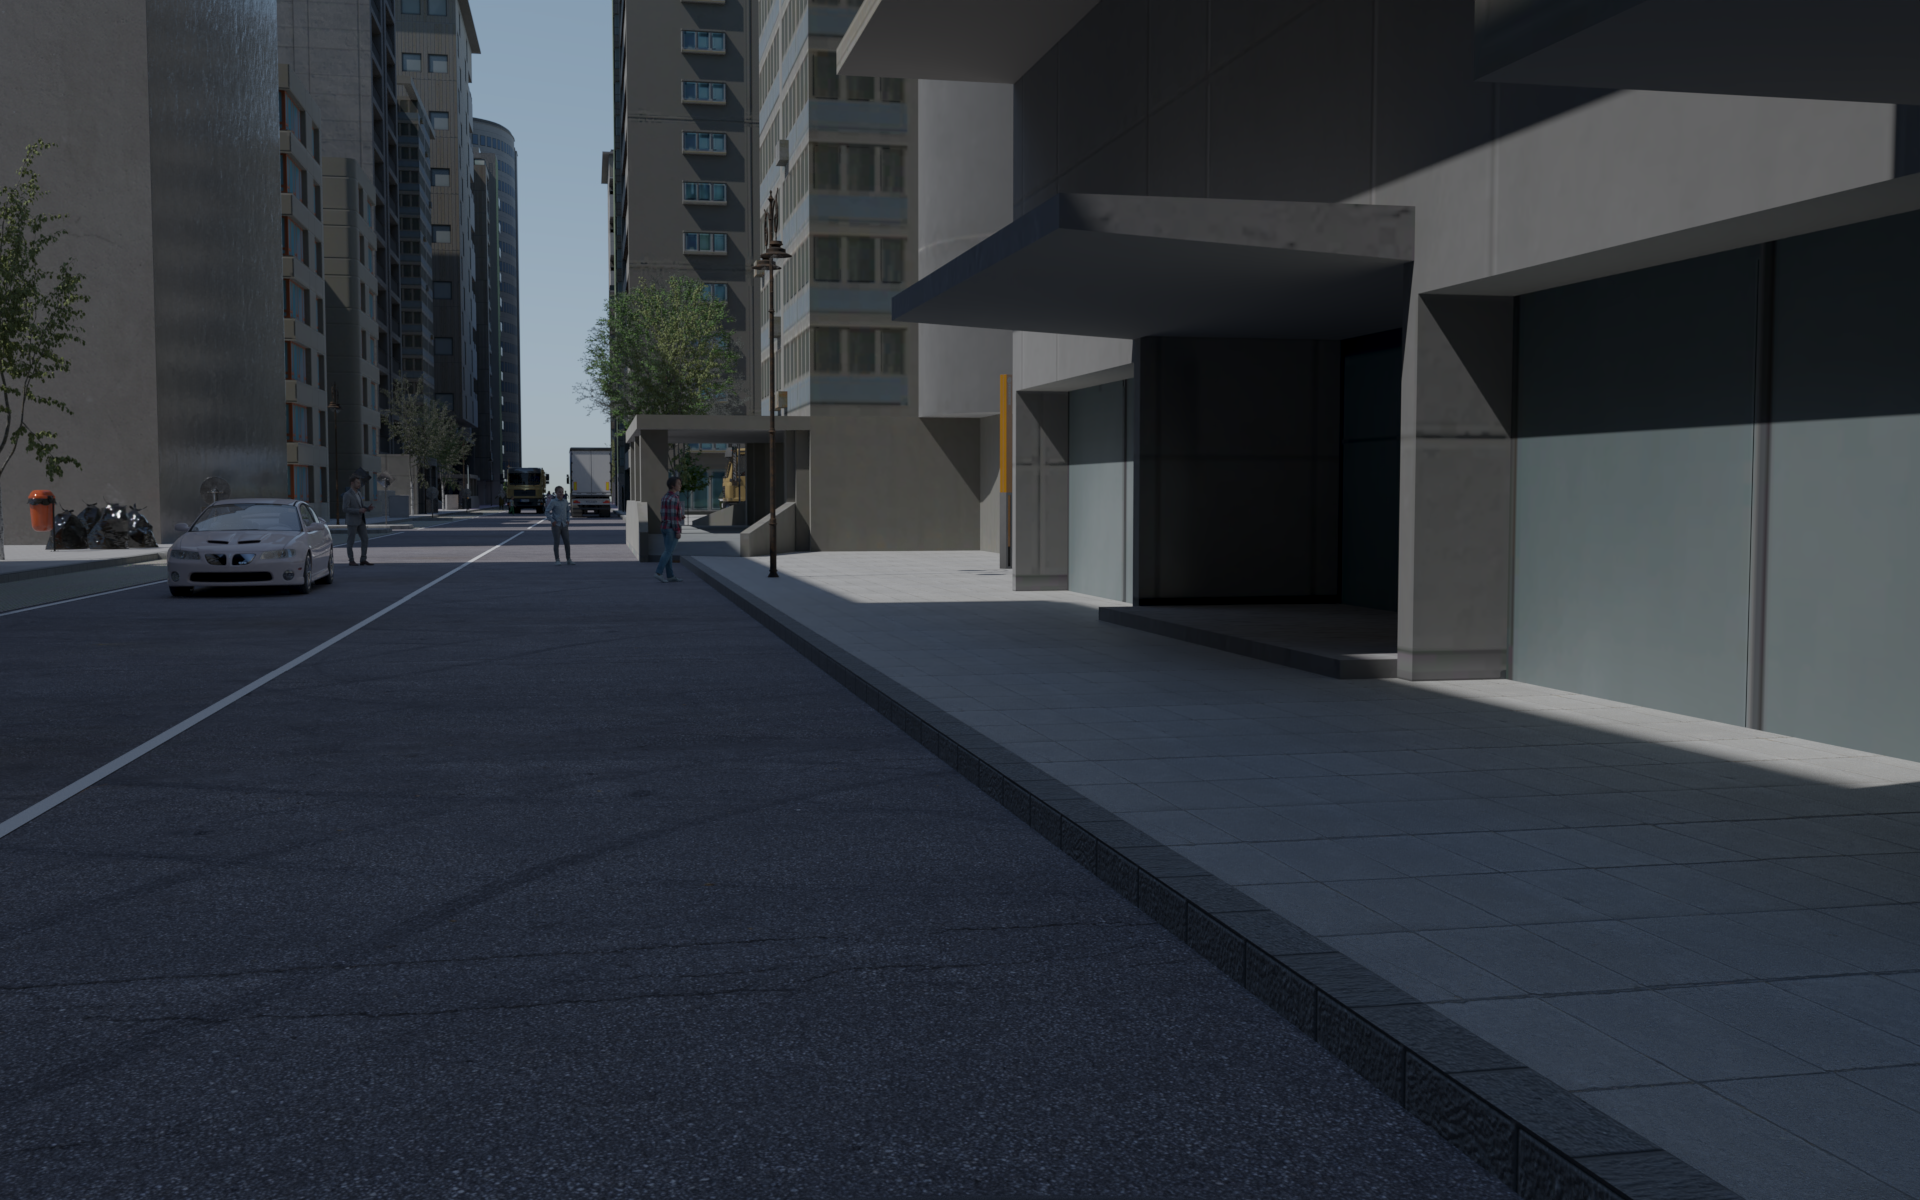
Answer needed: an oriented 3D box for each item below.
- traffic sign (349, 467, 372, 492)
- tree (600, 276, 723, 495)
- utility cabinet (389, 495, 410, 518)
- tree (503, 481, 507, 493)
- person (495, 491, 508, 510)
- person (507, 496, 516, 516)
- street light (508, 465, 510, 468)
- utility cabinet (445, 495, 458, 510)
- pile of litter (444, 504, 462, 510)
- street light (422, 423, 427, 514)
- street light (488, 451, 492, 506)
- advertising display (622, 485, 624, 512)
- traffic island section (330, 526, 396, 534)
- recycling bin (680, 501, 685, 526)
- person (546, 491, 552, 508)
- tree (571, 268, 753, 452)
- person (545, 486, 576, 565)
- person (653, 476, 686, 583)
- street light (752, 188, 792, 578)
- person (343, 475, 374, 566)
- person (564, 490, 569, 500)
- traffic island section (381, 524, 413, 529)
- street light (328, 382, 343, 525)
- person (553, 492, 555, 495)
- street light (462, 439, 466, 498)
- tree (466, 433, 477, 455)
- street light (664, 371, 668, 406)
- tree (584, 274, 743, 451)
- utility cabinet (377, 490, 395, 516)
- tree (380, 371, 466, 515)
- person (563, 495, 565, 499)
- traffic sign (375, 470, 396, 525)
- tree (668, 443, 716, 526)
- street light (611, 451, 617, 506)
[{"bbox_3d":[-21.922,-3.653,63.370,0.795,2.450,0.064,-1,4,-12],"label":"traffic sign"},{"bbox_3d":[-9.657,-6.564,57.689,4.737,8.622,4.395,0,3,0],"label":"tree"},{"bbox_3d":[-30.453,-5.068,94.016,1.020,1.237,0.306,-1,4,-19],"label":"utility cabinet"},{"bbox_3d":[-58.043,-13.741,219.269,1.663,3.219,1.824,0,3,0],"label":"tree"},{"bbox_3d":[-41.404,-8.999,156.369,1.217,1.736,0.721,-1,4,-9],"label":"person"},{"bbox_3d":[-29.560,-6.198,114.088,0.590,1.304,0.306,0,4,-2],"label":"person"},{"bbox_3d":[-59.222,-15.584,227.586,0.468,5.910,1.993,-1,4,-12],"label":"street light"},{"bbox_3d":[-41.178,-7.899,140.312,0.306,1.237,1.020,3,5,43],"label":"utility cabinet"},{"bbox_3d":[-42.065,-7.957,144.055,1.719,0.858,1.176,-1,4,-19],"label":"pile of litter"},{"bbox_3d":[-34.205,-8.433,110.671,0.468,5.910,1.993,-1,4,-12],"label":"street light"},{"bbox_3d":[-50.069,-12.969,184.825,0.468,5.910,1.993,-1,4,-12],"label":"street light"},{"bbox_3d":[-24.440,-7.366,125.652,0.123,1.923,0.974,-1,4,-8],"label":"advertising display"},{"bbox_3d":[-21.943,-2.517,63.427,2.009,0.180,2.903,-1,4,-12],"label":"traffic island section"},{"bbox_3d":[-10.175,-2.970,61.113,0.722,1.027,0.722,-2,4,-31],"label":"recycling bin"},{"bbox_3d":[-37.105,-9.008,156.443,0.621,1.740,0.551,1,4,18],"label":"person"},{"bbox_3d":[-16.182,-11.254,94.374,12.009,13.543,11.850,0,3,0],"label":"tree"},{"bbox_3d":[-8.060,-1.503,34.891,0.589,1.601,0.330,-2,4,-34],"label":"person"},{"bbox_3d":[-4.736,-1.153,28.189,0.643,1.720,0.563,-2,4,-27],"label":"person"},{"bbox_3d":[-2.876,-3.286,26.514,0.468,5.910,1.993,-1,4,-12],"label":"street light"},{"bbox_3d":[-12.000,-1.584,34.594,0.583,1.804,0.606,1,4,11],"label":"person"},{"bbox_3d":[-42.737,-10.958,187.643,1.348,1.826,0.705,3,4,38],"label":"person"},{"bbox_3d":[-23.617,-2.994,71.235,2.009,0.180,2.903,-1,4,-12],"label":"traffic island section"},{"bbox_3d":[-25.686,-6.028,71.344,0.468,5.910,1.993,-1,4,-12],"label":"street light"},{"bbox_3d":[-63.182,-15.876,268.792,1.217,1.743,0.721,2,4,27],"label":"person"},{"bbox_3d":[-41.752,-10.580,145.767,0.468,5.910,1.993,-1,4,-12],"label":"street light"},{"bbox_3d":[-40.183,-11.297,135.061,4.360,8.622,3.978,0,3,0],"label":"tree"},{"bbox_3d":[-11.042,-5.655,65.245,0.468,5.910,1.993,-1,4,-12],"label":"street light"},{"bbox_3d":[-13.814,-9.485,80.843,9.928,11.665,9.643,0,3,0],"label":"tree"},{"bbox_3d":[-33.491,-5.647,101.009,0.318,1.500,1.173,2,4,34],"label":"utility cabinet"},{"bbox_3d":[-32.628,-9.379,103.711,4.360,8.622,3.978,0,3,0],"label":"tree"},{"bbox_3d":[-40.688,-10.177,178.115,0.599,1.433,0.991,-3,4,-39],"label":"person"},{"bbox_3d":[-23.595,-4.131,71.178,0.795,2.450,0.064,-1,4,-12],"label":"traffic sign"},{"bbox_3d":[-9.894,-4.175,62.861,1.663,3.219,1.824,0,3,0],"label":"tree"},{"bbox_3d":[-36.167,-12.807,182.189,0.468,5.910,1.993,-1,4,-12],"label":"street light"}]
